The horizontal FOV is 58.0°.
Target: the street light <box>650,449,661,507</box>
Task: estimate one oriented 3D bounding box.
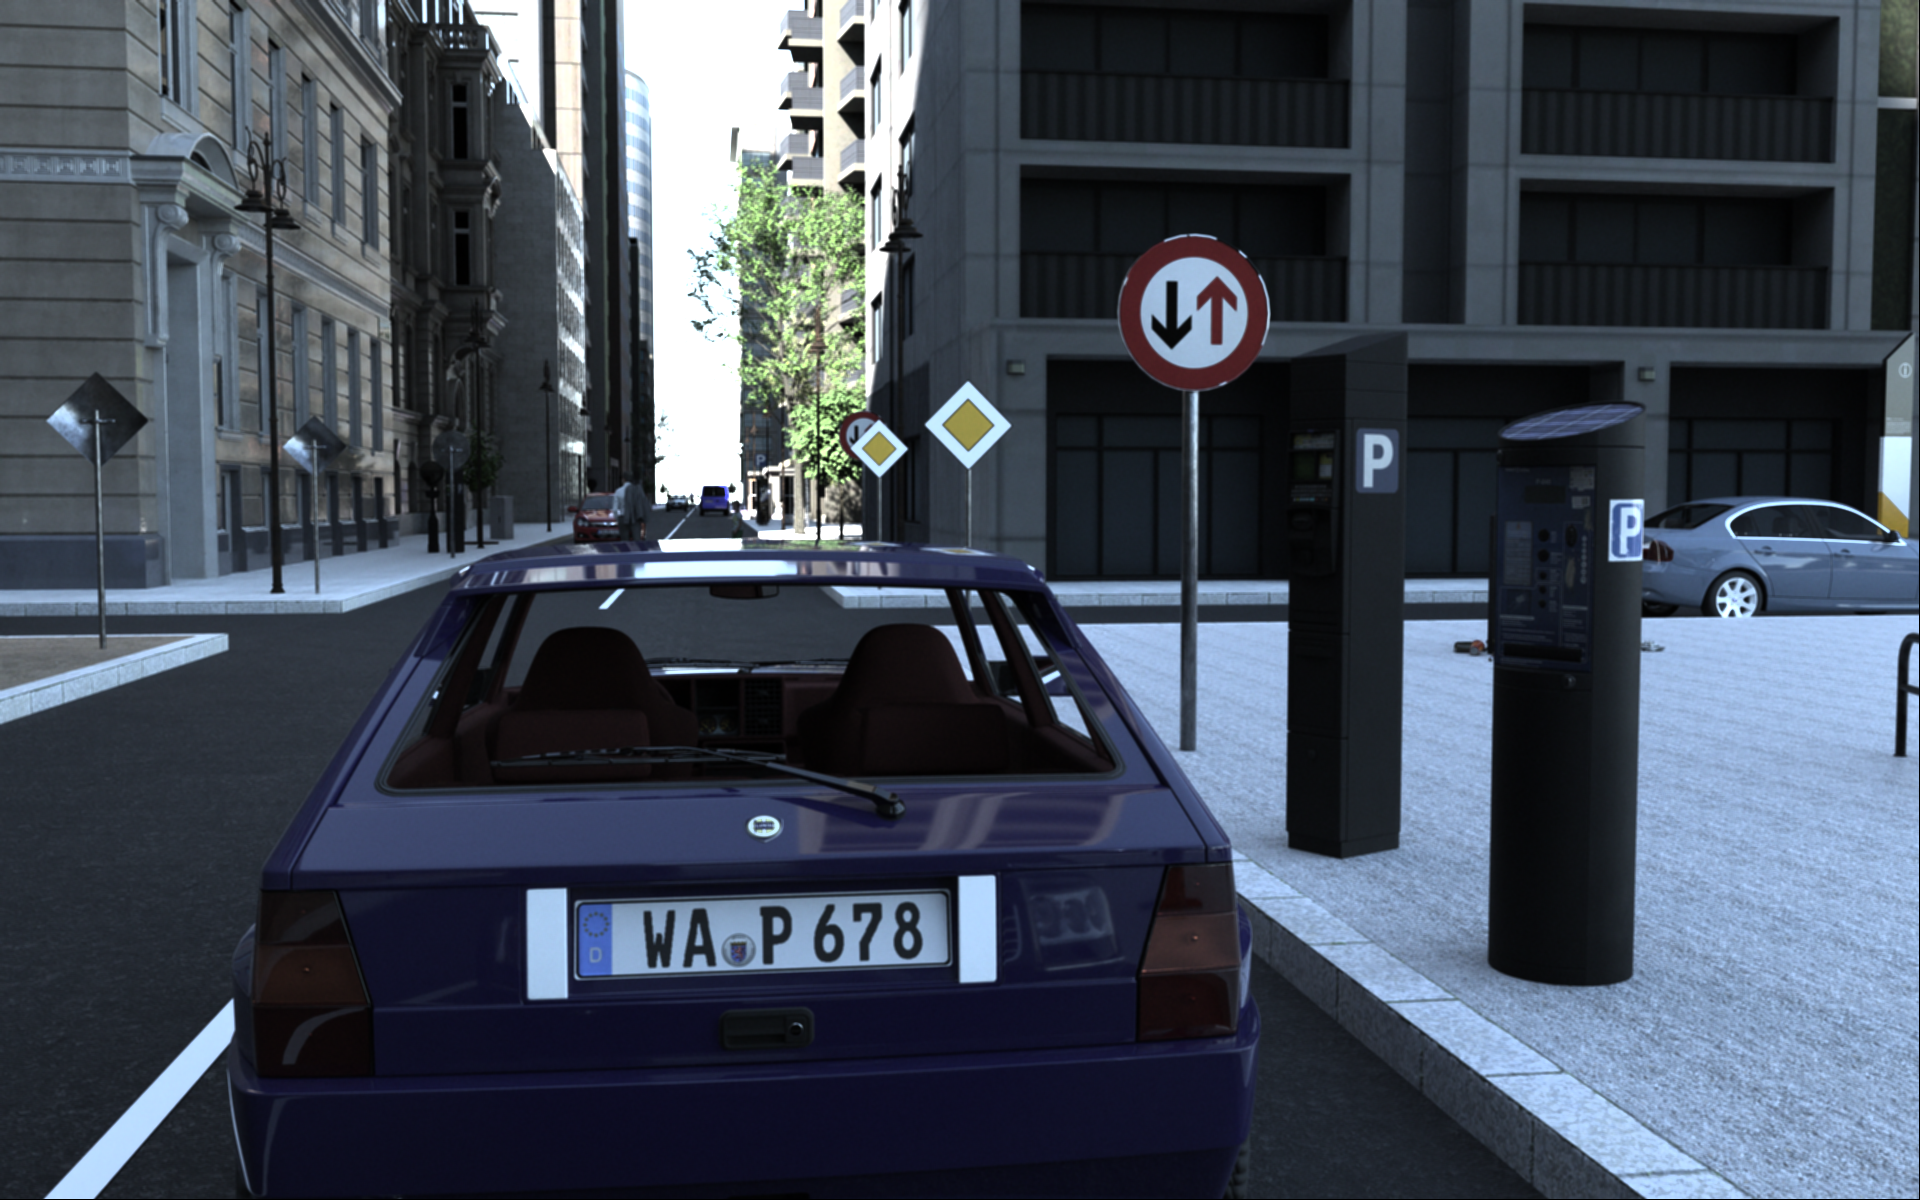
[{"bbox_3d":[-31.716,-12.695,180.350,0.468,5.910,1.993,-1,4,-8],"label":"street light"}]

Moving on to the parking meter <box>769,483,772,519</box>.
[{"bbox_3d":[-9.855,-5.088,88.899,0.399,1.863,0.255,0,4,0],"label":"parking meter"}]

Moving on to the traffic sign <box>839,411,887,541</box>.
[{"bbox_3d":[-1.467,-1.616,26.534,0.768,2.556,0.104,0,4,1],"label":"traffic sign"}]

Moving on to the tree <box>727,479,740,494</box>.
[{"bbox_3d":[-28.515,-13.546,216.078,1.663,3.219,1.824,0,3,0],"label":"tree"}]

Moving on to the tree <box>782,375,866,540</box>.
[{"bbox_3d":[-3.356,-3.913,47.697,4.285,4.588,4.351,0,3,0],"label":"tree"}]

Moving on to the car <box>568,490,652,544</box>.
[{"bbox_3d":[-9.180,-2.230,45.504,2.155,1.783,4.494,-1,4,-10],"label":"car"}]

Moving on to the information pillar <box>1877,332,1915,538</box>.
[{"bbox_3d":[13.561,-2.063,25.091,0.504,3.616,0.183,-1,4,-14],"label":"information pillar"}]

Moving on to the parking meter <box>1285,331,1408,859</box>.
[{"bbox_3d":[1.381,-0.031,6.213,0.399,1.863,0.255,-3,4,-36],"label":"parking meter"}]

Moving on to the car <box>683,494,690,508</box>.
[{"bbox_3d":[-29.980,-10.641,185.785,2.131,1.459,4.920,0,4,-7],"label":"car"}]

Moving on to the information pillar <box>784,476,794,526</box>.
[{"bbox_3d":[-6.981,-4.049,70.692,0.304,2.012,0.304,2,4,25],"label":"information pillar"}]

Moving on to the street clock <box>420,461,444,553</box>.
[{"bbox_3d":[-11.527,-2.036,37.867,0.471,2.002,0.358,0,4,3],"label":"street clock"}]

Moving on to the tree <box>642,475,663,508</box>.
[{"bbox_3d":[-28.706,-10.034,158.651,1.663,3.219,1.824,0,3,0],"label":"tree"}]

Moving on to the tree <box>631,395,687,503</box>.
[{"bbox_3d":[-29.585,-14.018,163.600,8.767,10.594,7.601,0,4,5],"label":"tree"}]

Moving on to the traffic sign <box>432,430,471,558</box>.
[{"bbox_3d":[-10.177,-2.114,34.677,0.768,2.556,0.104,0,4,-3],"label":"traffic sign"}]

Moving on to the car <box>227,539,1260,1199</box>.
[{"bbox_3d":[-0.546,0.498,4.442,1.945,1.354,3.894,0,4,-8],"label":"car"}]

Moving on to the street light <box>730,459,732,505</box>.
[{"bbox_3d":[-22.448,-12.247,173.029,0.468,5.910,1.993,-1,4,-8],"label":"street light"}]

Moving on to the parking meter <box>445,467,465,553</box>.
[{"bbox_3d":[-11.035,-1.964,37.830,0.255,1.863,0.399,1,4,12],"label":"parking meter"}]

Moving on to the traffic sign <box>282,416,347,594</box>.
[{"bbox_3d":[-8.255,-1.135,22.200,0.795,2.450,0.064,-1,4,-8],"label":"traffic sign"}]

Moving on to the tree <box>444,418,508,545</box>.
[{"bbox_3d":[-12.518,-3.045,44.386,1.663,3.219,1.824,0,3,0],"label":"tree"}]

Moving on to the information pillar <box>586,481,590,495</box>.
[{"bbox_3d":[-20.508,-5.531,94.928,0.304,2.012,0.304,2,4,31],"label":"information pillar"}]

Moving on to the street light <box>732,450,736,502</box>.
[{"bbox_3d":[-19.791,-11.106,154.374,0.468,5.910,1.993,-1,4,-8],"label":"street light"}]

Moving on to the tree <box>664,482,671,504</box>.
[{"bbox_3d":[-38.918,-14.204,226.834,1.663,3.219,1.824,0,3,0],"label":"tree"}]

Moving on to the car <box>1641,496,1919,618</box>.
[{"bbox_3d":[9.370,-0.454,19.429,4.499,1.417,2.014,-1,4,-9],"label":"car"}]

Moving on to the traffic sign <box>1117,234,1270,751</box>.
[{"bbox_3d":[1.143,-0.519,8.599,0.768,2.556,0.104,0,4,-8],"label":"traffic sign"}]

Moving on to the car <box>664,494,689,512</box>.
[{"bbox_3d":[-23.346,-8.129,142.700,2.009,1.686,4.222,-1,4,-9],"label":"car"}]

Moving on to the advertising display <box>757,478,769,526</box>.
[{"bbox_3d":[-8.050,-4.007,70.727,0.123,1.923,0.974,1,4,16],"label":"advertising display"}]

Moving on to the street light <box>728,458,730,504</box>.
[{"bbox_3d":[-23.986,-12.848,182.852,0.468,5.910,1.993,-1,4,-8],"label":"street light"}]

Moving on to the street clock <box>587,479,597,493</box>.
[{"bbox_3d":[-17.408,-4.730,81.904,0.471,2.002,0.358,3,4,37],"label":"street clock"}]

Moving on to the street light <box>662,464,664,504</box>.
[{"bbox_3d":[-34.432,-13.801,198.432,0.468,5.910,1.993,-1,4,-8],"label":"street light"}]

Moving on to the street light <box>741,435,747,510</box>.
[{"bbox_3d":[-14.434,-8.864,117.714,0.468,5.910,1.993,-1,4,-8],"label":"street light"}]

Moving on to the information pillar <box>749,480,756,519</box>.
[{"bbox_3d":[-10.635,-5.165,88.941,0.304,2.012,0.304,-2,4,-24],"label":"information pillar"}]

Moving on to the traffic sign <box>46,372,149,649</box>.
[{"bbox_3d":[-7.103,-0.652,14.298,0.795,2.450,0.064,-1,4,-8],"label":"traffic sign"}]

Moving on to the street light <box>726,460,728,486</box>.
[{"bbox_3d":[-26.548,-13.952,200.904,0.468,5.910,1.993,-1,4,-8],"label":"street light"}]

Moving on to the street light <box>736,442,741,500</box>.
[{"bbox_3d":[-17.171,-10.003,136.330,0.468,5.910,1.993,-1,4,-8],"label":"street light"}]

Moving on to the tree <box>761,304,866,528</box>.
[{"bbox_3d":[-5.569,-7.032,65.330,4.737,8.622,4.395,0,3,0],"label":"tree"}]

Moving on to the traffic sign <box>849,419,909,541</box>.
[{"bbox_3d":[-1.084,-1.197,23.221,0.795,2.450,0.064,-1,4,-8],"label":"traffic sign"}]

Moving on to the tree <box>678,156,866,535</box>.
[{"bbox_3d":[-5.242,-7.874,54.498,9.928,11.665,9.643,0,3,0],"label":"tree"}]

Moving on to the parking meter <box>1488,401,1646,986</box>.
[{"bbox_3d":[1.625,0.230,4.648,0.372,1.533,0.369,0,3,0],"label":"parking meter"}]

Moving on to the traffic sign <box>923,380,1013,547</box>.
[{"bbox_3d":[0.068,-0.714,15.320,0.795,2.450,0.064,-1,4,-8],"label":"traffic sign"}]
